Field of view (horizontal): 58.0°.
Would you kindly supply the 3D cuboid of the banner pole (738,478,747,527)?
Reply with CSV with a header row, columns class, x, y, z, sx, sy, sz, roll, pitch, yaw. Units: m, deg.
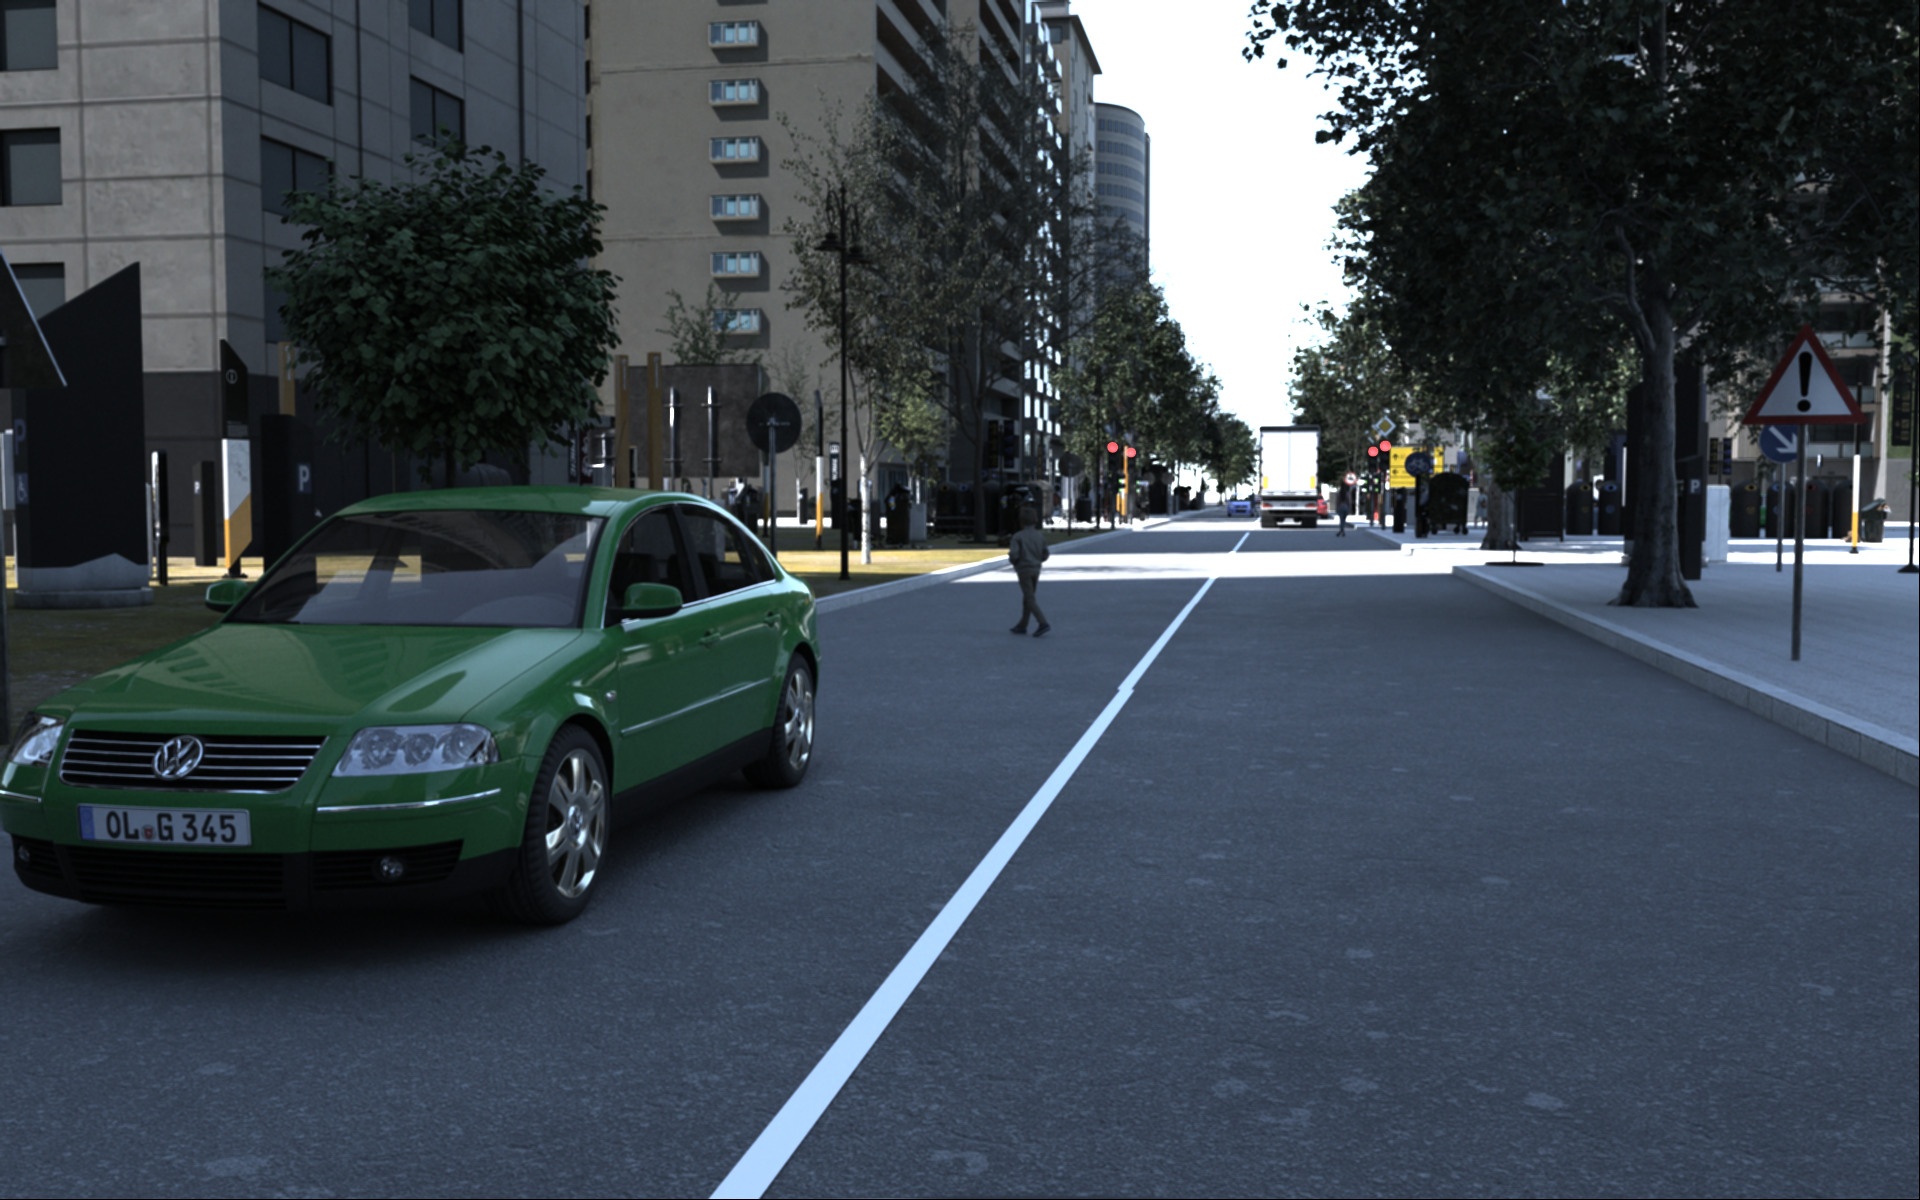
class,x,y,z,sx,sy,sz,roll,pitch,yaw
banner pole,-6.103,-3.587,48.664,0.401,3.779,0.863,-2,4,-25

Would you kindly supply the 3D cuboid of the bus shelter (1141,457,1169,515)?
class,x,y,z,sx,sy,sz,roll,pitch,yaw
bus shelter,12.579,-7.259,109.965,1.731,3.624,6.357,1,4,10

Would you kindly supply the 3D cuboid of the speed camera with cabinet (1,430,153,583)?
class,x,y,z,sx,sy,sz,roll,pitch,yaw
speed camera with cabinet,-13.123,-1.913,25.606,0.660,3.252,2.038,3,5,43

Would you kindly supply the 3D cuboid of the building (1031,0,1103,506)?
class,x,y,z,sx,sy,sz,roll,pitch,yaw
building,0.362,-36.922,192.916,28.713,52.752,27.495,1,4,10

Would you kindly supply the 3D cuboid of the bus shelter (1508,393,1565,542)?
class,x,y,z,sx,sy,sz,roll,pitch,yaw
bus shelter,16.516,-4.440,50.224,2.179,5.291,8.768,1,4,10

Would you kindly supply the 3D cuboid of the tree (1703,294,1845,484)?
class,x,y,z,sx,sy,sz,roll,pitch,yaw
tree,25.481,-6.381,54.698,4.360,8.622,3.978,0,3,0

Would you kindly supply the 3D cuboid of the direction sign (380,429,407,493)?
class,x,y,z,sx,sy,sz,roll,pitch,yaw
direction sign,-9.884,-2.343,30.297,0.379,3.537,0.876,1,4,13

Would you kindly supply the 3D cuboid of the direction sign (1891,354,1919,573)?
class,x,y,z,sx,sy,sz,roll,pitch,yaw
direction sign,15.525,-2.213,28.177,0.876,3.537,0.379,-1,4,-13

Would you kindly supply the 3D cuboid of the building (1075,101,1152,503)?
class,x,y,z,sx,sy,sz,roll,pitch,yaw
building,16.870,-43.856,259.042,21.231,58.520,28.212,1,4,10

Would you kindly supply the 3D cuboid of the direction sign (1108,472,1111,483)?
class,x,y,z,sx,sy,sz,roll,pitch,yaw
direction sign,10.784,-7.996,122.729,0.379,3.537,0.876,-2,4,-34

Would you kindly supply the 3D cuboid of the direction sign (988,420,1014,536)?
class,x,y,z,sx,sy,sz,roll,pitch,yaw
direction sign,1.254,-3.725,52.904,0.876,3.537,0.379,2,4,27

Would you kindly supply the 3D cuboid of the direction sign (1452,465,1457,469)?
class,x,y,z,sx,sy,sz,roll,pitch,yaw
direction sign,38.028,-8.640,133.268,0.876,3.537,0.379,1,4,12

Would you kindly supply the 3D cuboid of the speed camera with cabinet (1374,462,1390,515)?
class,x,y,z,sx,sy,sz,roll,pitch,yaw
speed camera with cabinet,26.268,-6.869,106.643,0.660,3.252,2.038,-2,4,-27

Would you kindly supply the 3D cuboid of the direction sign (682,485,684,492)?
class,x,y,z,sx,sy,sz,roll,pitch,yaw
direction sign,-10.311,-4.425,64.350,0.876,3.537,0.379,-2,4,-32

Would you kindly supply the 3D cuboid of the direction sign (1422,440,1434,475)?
class,x,y,z,sx,sy,sz,roll,pitch,yaw
direction sign,19.418,-4.888,71.922,0.379,3.537,0.876,-1,4,-17

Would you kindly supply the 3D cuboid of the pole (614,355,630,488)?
class,x,y,z,sx,sy,sz,roll,pitch,yaw
pole,-4.969,-1.937,25.510,0.158,3.312,0.155,0,3,0

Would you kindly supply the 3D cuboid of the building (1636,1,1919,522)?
class,x,y,z,sx,sy,sz,roll,pitch,yaw
building,41.524,-24.520,84.491,14.086,41.232,14.154,1,4,10

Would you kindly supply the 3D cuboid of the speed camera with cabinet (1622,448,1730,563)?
class,x,y,z,sx,sy,sz,roll,pitch,yaw
speed camera with cabinet,13.385,-2.325,32.347,2.038,3.252,0.660,-1,4,-20

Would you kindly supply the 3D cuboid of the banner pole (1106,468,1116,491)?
class,x,y,z,sx,sy,sz,roll,pitch,yaw
banner pole,12.348,-9.443,144.408,0.401,3.779,0.863,3,5,42

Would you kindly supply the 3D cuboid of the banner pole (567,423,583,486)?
class,x,y,z,sx,sy,sz,roll,pitch,yaw
banner pole,-10.417,-3.488,47.050,0.401,3.779,0.863,1,4,22

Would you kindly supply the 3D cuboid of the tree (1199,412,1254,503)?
class,x,y,z,sx,sy,sz,roll,pitch,yaw
tree,36.885,-19.743,240.931,7.486,12.596,7.792,0,3,0

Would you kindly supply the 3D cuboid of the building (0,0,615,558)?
class,x,y,z,sx,sy,sz,roll,pitch,yaw
building,-22.798,-37.083,44.553,20.611,71.187,20.563,1,4,10

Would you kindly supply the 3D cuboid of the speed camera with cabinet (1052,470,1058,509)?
class,x,y,z,sx,sy,sz,roll,pitch,yaw
speed camera with cabinet,7.093,-8.885,139.603,2.038,3.252,0.660,-1,4,-21

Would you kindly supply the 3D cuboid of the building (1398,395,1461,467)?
class,x,y,z,sx,sy,sz,roll,pitch,yaw
building,80.467,-41.002,259.627,28.713,52.752,27.495,1,4,10

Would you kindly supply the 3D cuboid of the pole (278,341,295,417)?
class,x,y,z,sx,sy,sz,roll,pitch,yaw
pole,-9.030,-1.801,23.294,0.158,3.312,0.155,0,3,0

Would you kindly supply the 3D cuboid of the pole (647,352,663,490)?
class,x,y,z,sx,sy,sz,roll,pitch,yaw
pole,-4.404,-1.908,25.044,0.158,3.312,0.155,0,3,0

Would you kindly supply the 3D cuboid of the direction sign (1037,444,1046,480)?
class,x,y,z,sx,sy,sz,roll,pitch,yaw
direction sign,3.714,-5.320,78.981,0.379,3.537,0.876,2,4,26

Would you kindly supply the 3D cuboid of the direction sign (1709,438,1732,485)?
class,x,y,z,sx,sy,sz,roll,pitch,yaw
direction sign,30.613,-4.758,69.794,0.876,3.537,0.379,0,4,3

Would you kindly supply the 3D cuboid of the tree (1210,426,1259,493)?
class,x,y,z,sx,sy,sz,roll,pitch,yaw
tree,46.228,-23.483,290.593,9.857,13.997,8.962,0,3,0

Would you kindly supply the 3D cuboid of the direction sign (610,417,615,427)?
class,x,y,z,sx,sy,sz,roll,pitch,yaw
direction sign,-9.803,-3.601,50.872,0.876,3.537,0.379,-1,4,-21

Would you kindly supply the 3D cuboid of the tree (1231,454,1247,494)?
class,x,y,z,sx,sy,sz,roll,pitch,yaw
tree,44.470,-20.247,281.405,4.360,8.622,3.978,0,3,0

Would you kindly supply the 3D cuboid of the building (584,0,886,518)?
class,x,y,z,sx,sy,sz,roll,pitch,yaw
building,-13.100,-29.278,102.392,21.300,48.544,21.600,1,4,10

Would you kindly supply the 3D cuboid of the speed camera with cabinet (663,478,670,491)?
class,x,y,z,sx,sy,sz,roll,pitch,yaw
speed camera with cabinet,-24.282,-9.320,146.712,2.038,3.252,0.660,-3,5,-45

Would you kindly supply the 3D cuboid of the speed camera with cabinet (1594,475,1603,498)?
class,x,y,z,sx,sy,sz,roll,pitch,yaw
speed camera with cabinet,30.682,-5.504,84.322,0.660,3.252,2.038,-3,4,-37

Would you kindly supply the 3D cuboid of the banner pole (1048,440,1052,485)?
class,x,y,z,sx,sy,sz,roll,pitch,yaw
banner pole,4.178,-5.532,80.472,0.401,3.779,0.863,-1,4,-9

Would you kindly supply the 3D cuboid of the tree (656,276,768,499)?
class,x,y,z,sx,sy,sz,roll,pitch,yaw
tree,-8.699,-6.685,59.661,4.737,8.622,4.395,0,3,0

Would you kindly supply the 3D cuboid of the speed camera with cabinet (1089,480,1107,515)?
class,x,y,z,sx,sy,sz,roll,pitch,yaw
speed camera with cabinet,8.543,-6.918,107.444,0.660,3.252,2.038,1,4,21

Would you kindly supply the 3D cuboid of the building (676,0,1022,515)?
class,x,y,z,sx,sy,sz,roll,pitch,yaw
building,-7.392,-31.051,131.385,21.300,48.544,21.600,1,4,10

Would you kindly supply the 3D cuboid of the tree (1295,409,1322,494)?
class,x,y,z,sx,sy,sz,roll,pitch,yaw
tree,40.806,-16.537,196.129,9.928,11.665,9.643,0,3,0

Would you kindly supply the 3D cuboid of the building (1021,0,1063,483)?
class,x,y,z,sx,sy,sz,roll,pitch,yaw
building,-2.518,-33.305,164.153,23.786,49.044,30.456,1,4,10

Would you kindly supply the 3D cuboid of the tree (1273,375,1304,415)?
class,x,y,z,sx,sy,sz,roll,pitch,yaw
tree,51.952,-24.161,250.918,12.611,20.169,13.585,0,3,0

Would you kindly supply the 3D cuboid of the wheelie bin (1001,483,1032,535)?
class,x,y,z,sx,sy,sz,roll,pitch,yaw
wheelie bin,1.659,-2.546,49.537,0.980,1.594,0.693,-3,4,-37

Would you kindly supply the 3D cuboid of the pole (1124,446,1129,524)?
class,x,y,z,sx,sy,sz,roll,pitch,yaw
pole,7.059,-4.871,73.476,0.158,3.312,0.155,0,3,0

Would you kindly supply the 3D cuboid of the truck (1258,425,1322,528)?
class,x,y,z,sx,sy,sz,roll,pitch,yaw
truck,14.488,-5.331,76.070,2.839,4.237,11.283,1,4,11

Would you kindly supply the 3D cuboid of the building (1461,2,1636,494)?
class,x,y,z,sx,sy,sz,roll,pitch,yaw
building,59.869,-51.779,159.259,22.319,86.520,31.000,1,4,10

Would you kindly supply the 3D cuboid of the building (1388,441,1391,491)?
class,x,y,z,sx,sy,sz,roll,pitch,yaw
building,82.287,-40.406,284.333,21.300,48.544,21.600,1,4,10

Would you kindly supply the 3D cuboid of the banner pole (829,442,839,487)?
class,x,y,z,sx,sy,sz,roll,pitch,yaw
banner pole,-5.178,-5.109,73.545,0.863,3.779,0.401,2,4,24

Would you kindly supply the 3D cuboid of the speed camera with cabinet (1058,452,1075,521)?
class,x,y,z,sx,sy,sz,roll,pitch,yaw
speed camera with cabinet,5.119,-5.360,81.968,0.660,3.252,2.038,0,4,5

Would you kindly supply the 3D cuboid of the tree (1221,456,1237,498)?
class,x,y,z,sx,sy,sz,roll,pitch,yaw
tree,42.550,-19.755,273.352,4.737,8.622,4.395,0,3,0

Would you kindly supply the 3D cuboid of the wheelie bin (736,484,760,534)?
class,x,y,z,sx,sy,sz,roll,pitch,yaw
wheelie bin,-6.827,-2.929,55.804,0.693,1.594,0.980,-1,4,-23
